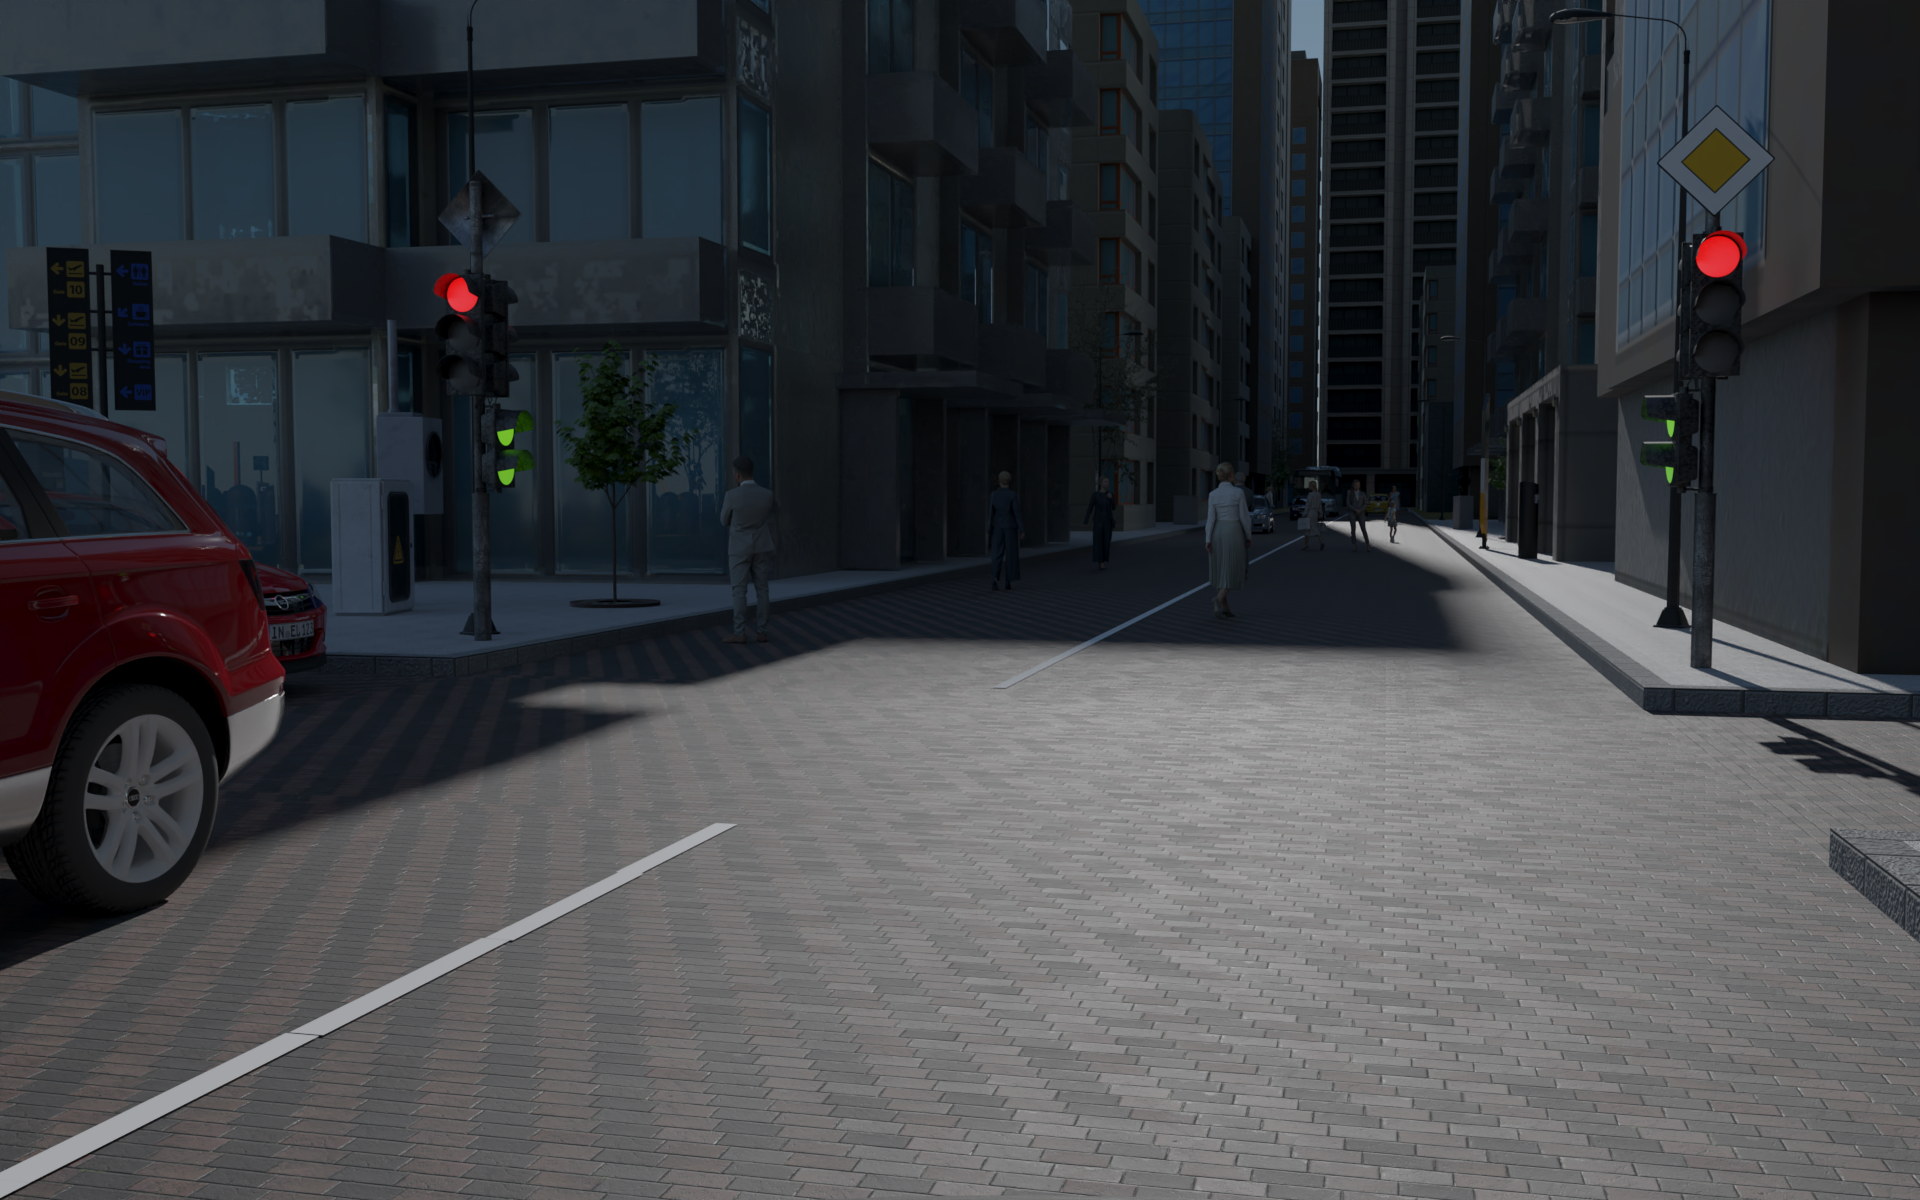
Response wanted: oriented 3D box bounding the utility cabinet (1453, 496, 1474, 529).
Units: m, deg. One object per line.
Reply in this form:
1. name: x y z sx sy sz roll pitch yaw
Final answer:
1. utility cabinet: 18.434 -3.199 63.463 0.306 1.237 1.020 3 5 44

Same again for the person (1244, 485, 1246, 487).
1. person: 13.107 -4.360 79.882 0.850 1.850 0.679 -3 5 -44

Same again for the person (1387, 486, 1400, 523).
1. person: 21.037 -4.613 84.010 0.616 1.811 0.778 2 4 25

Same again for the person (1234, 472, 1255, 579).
1. person: 4.663 -1.267 29.397 0.661 1.801 0.590 -2 4 -25

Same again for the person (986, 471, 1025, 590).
1. person: 0.680 -1.033 25.813 0.576 1.772 0.534 0 4 3

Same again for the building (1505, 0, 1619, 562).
1. building: 22.323 -36.358 32.705 20.563 71.187 20.611 1 4 14

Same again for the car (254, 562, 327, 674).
1. car: -6.782 -0.218 12.604 4.494 1.783 2.155 1 4 15

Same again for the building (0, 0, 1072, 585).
1. building: -9.314 -25.563 37.570 23.786 49.044 30.456 1 4 14

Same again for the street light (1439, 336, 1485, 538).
1. street light: 14.832 -4.799 51.011 1.470 5.913 1.316 1 4 14

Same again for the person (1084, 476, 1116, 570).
1. person: 2.677 -1.469 32.935 0.576 1.772 0.534 -2 4 -30

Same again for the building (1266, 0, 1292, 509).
1. building: 18.437 -43.770 153.890 20.611 71.187 20.563 1 4 14

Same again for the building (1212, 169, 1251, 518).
1. building: 2.640 -15.951 105.836 27.650 21.520 28.899 1 4 14

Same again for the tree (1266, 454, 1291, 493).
1. tree: 25.003 -9.491 138.884 4.285 4.588 4.351 0 3 0

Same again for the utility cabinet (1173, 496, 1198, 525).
1. utility cabinet: 9.450 -3.751 72.486 1.020 1.237 0.306 2 4 34

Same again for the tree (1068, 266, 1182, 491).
1. tree: 4.667 -6.453 55.877 4.360 8.622 3.978 0 3 0

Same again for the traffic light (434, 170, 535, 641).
1. traffic light: -4.163 -1.598 15.053 0.839 4.253 0.868 1 4 14

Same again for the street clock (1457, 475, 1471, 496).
1. street clock: 19.330 -3.785 66.456 0.471 2.002 0.358 -1 4 -18

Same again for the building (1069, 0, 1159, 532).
1. building: -4.365 -14.121 75.926 27.650 21.520 28.899 1 4 14

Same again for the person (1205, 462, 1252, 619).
1. person: 3.059 -0.688 19.971 0.478 1.798 0.641 3 4 39

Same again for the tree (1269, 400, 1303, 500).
1. tree: 24.365 -11.223 133.859 4.360 8.622 3.978 0 3 0

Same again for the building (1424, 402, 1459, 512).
1. building: 42.333 -48.833 111.091 22.319 86.520 31.000 1 4 14

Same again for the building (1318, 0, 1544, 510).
1. building: 47.512 -45.090 175.469 20.611 71.187 20.563 1 4 14

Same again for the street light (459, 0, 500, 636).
1. street light: -3.873 -2.630 15.546 1.470 5.913 1.316 1 4 14

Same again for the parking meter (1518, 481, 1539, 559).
1. parking meter: 11.291 -1.590 34.400 0.372 1.533 0.369 0 3 0

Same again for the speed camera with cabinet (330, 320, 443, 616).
1. speed camera with cabinet: -6.285 -1.514 19.090 0.660 3.252 2.038 0 4 1

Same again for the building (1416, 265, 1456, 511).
1. building: 52.155 -18.181 142.296 27.650 21.520 28.899 1 4 14

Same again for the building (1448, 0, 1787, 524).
1. building: 33.540 -26.938 90.551 14.600 45.320 14.200 1 4 14

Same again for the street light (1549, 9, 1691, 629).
1. street light: 6.341 -2.697 16.644 1.470 5.913 1.316 1 4 14

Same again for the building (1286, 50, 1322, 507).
1. building: 29.315 -32.213 176.786 14.200 45.320 14.600 1 4 14

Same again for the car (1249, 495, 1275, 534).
1. car: 10.626 -3.171 63.842 2.014 1.417 4.499 1 4 13

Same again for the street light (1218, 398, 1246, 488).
1. street light: 13.121 -6.819 84.035 1.470 5.913 1.316 1 4 14

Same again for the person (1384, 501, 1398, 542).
1. person: 12.896 -2.351 51.956 0.382 1.210 0.505 -3 4 -36

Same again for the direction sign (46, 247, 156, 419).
1. direction sign: -7.953 -1.475 16.112 0.876 3.537 0.379 -1 4 -19

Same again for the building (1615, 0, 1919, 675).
1. building: 14.470 -22.361 15.710 14.200 45.320 14.600 1 4 14

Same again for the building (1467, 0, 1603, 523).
1. building: 32.254 -27.266 65.410 23.786 49.044 30.456 1 4 14

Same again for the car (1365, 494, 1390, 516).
1. car: 27.289 -6.286 113.000 2.015 1.641 3.980 1 4 13

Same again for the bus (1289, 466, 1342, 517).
1. bus: 23.152 -7.160 111.921 2.948 3.499 13.247 1 4 14

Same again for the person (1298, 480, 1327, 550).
1. person: 9.031 -2.169 44.319 0.694 1.780 0.624 -2 4 -27

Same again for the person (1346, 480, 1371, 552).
1. person: 9.937 -2.103 43.153 0.520 1.790 0.573 -1 4 -13

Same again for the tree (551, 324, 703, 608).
1. tree: -4.031 -1.536 19.723 1.663 3.219 1.824 0 3 0

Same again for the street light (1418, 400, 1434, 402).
1. street light: 23.164 -6.882 85.054 1.470 5.913 1.316 1 4 14

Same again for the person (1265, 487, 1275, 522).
1. person: 15.433 -4.744 86.293 0.641 1.798 0.478 0 4 -1

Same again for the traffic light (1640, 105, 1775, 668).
1. traffic light: 5.464 -1.454 12.700 0.839 4.253 0.868 1 4 14

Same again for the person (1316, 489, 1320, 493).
1. person: 20.406 -5.588 99.728 0.599 1.838 0.709 -2 4 -35

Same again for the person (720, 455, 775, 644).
1. person: -2.080 -0.494 16.764 0.511 1.800 0.466 -3 5 -45

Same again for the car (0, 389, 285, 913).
1. car: -4.148 0.240 4.753 2.281 1.827 5.304 1 4 15

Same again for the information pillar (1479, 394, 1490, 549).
1. information pillar: 12.241 -2.999 40.394 0.183 3.616 0.504 2 4 28

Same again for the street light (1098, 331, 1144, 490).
1. street light: 4.551 -4.717 49.664 1.470 5.913 1.316 1 4 14

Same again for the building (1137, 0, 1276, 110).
1. building: 15.064 -28.997 124.205 14.600 45.320 14.200 1 4 14

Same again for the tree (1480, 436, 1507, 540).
1. tree: 15.818 -3.328 49.012 1.663 3.219 1.824 0 3 0

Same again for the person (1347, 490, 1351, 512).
1. person: 30.765 -7.783 136.477 0.721 1.736 1.217 1 4 12

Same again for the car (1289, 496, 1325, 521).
1. car: 18.978 -5.012 94.525 1.945 1.354 3.894 1 4 15
